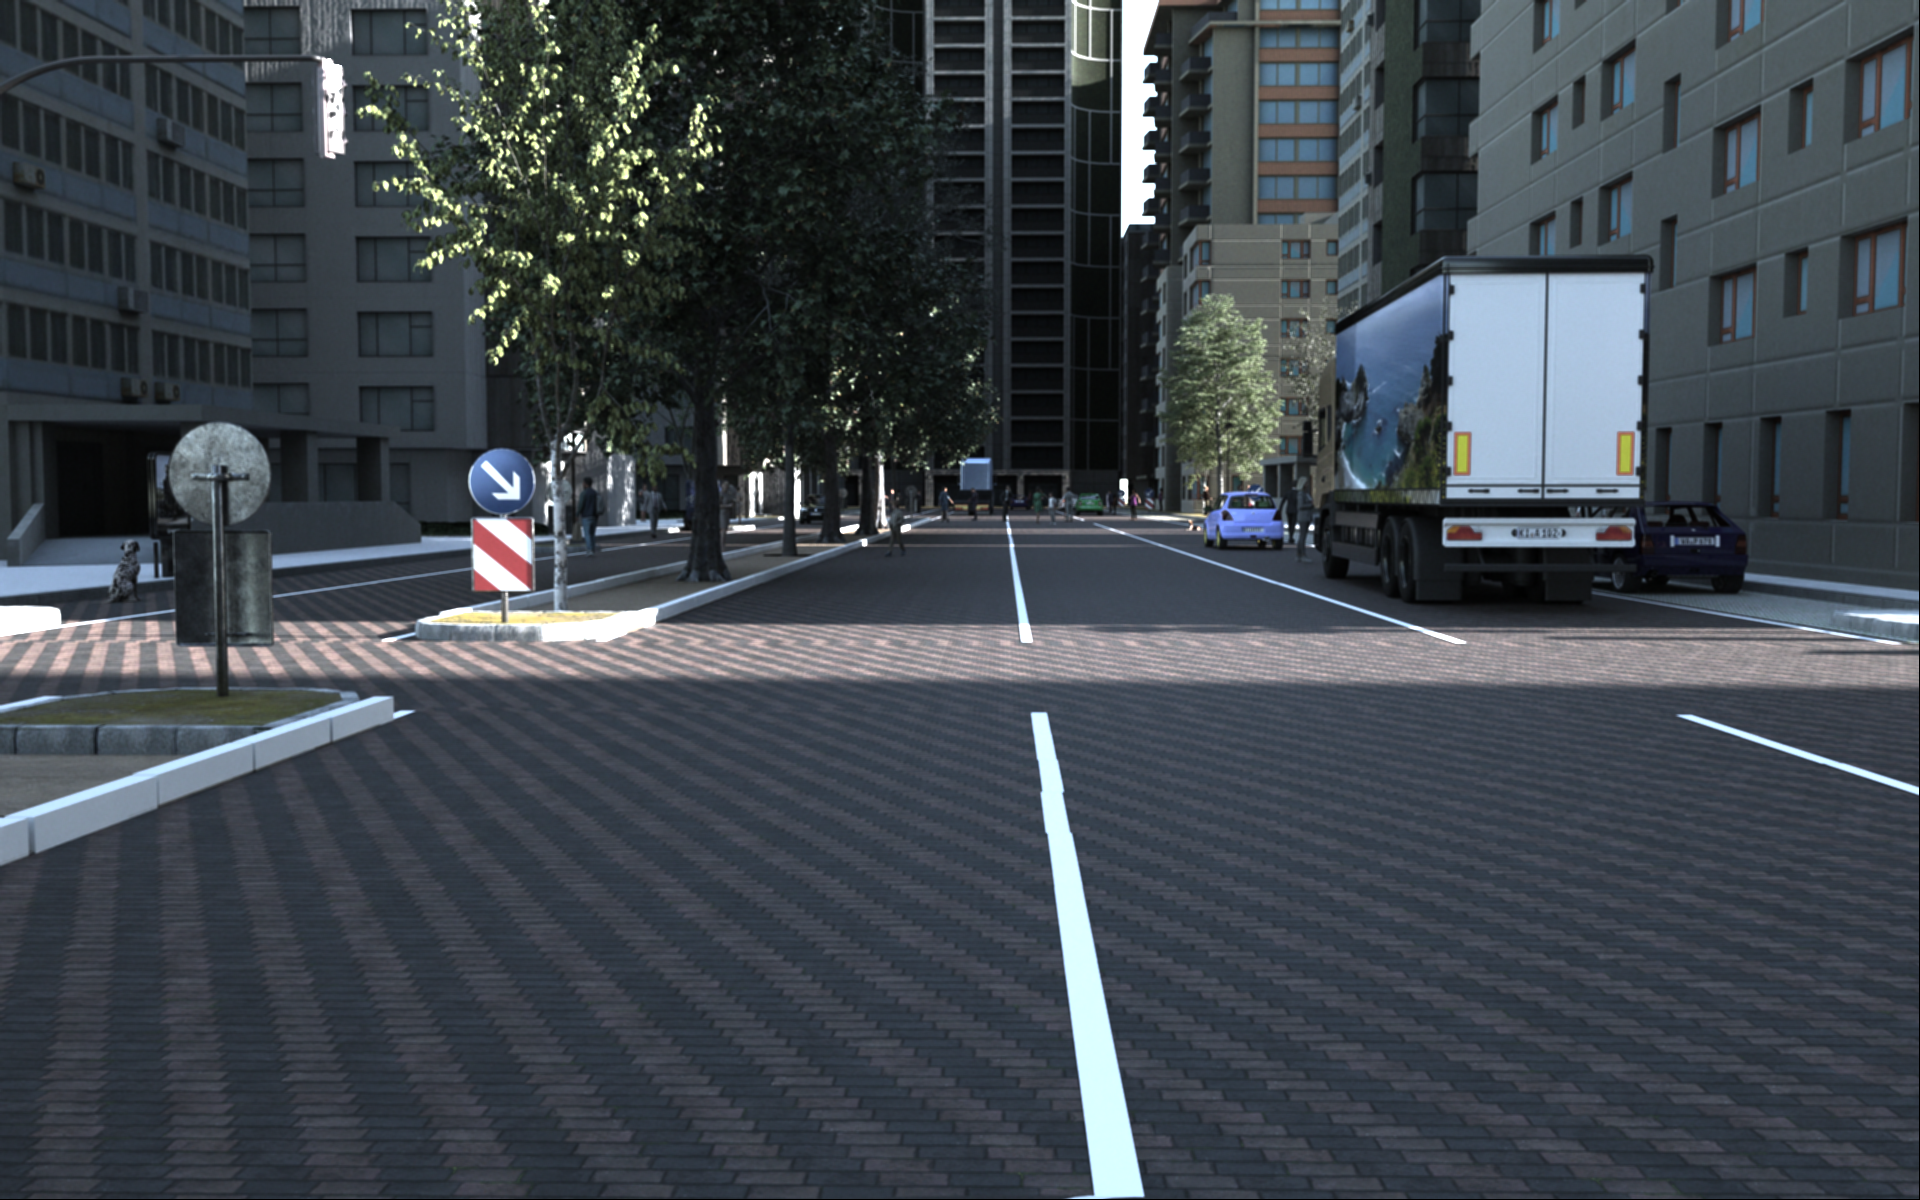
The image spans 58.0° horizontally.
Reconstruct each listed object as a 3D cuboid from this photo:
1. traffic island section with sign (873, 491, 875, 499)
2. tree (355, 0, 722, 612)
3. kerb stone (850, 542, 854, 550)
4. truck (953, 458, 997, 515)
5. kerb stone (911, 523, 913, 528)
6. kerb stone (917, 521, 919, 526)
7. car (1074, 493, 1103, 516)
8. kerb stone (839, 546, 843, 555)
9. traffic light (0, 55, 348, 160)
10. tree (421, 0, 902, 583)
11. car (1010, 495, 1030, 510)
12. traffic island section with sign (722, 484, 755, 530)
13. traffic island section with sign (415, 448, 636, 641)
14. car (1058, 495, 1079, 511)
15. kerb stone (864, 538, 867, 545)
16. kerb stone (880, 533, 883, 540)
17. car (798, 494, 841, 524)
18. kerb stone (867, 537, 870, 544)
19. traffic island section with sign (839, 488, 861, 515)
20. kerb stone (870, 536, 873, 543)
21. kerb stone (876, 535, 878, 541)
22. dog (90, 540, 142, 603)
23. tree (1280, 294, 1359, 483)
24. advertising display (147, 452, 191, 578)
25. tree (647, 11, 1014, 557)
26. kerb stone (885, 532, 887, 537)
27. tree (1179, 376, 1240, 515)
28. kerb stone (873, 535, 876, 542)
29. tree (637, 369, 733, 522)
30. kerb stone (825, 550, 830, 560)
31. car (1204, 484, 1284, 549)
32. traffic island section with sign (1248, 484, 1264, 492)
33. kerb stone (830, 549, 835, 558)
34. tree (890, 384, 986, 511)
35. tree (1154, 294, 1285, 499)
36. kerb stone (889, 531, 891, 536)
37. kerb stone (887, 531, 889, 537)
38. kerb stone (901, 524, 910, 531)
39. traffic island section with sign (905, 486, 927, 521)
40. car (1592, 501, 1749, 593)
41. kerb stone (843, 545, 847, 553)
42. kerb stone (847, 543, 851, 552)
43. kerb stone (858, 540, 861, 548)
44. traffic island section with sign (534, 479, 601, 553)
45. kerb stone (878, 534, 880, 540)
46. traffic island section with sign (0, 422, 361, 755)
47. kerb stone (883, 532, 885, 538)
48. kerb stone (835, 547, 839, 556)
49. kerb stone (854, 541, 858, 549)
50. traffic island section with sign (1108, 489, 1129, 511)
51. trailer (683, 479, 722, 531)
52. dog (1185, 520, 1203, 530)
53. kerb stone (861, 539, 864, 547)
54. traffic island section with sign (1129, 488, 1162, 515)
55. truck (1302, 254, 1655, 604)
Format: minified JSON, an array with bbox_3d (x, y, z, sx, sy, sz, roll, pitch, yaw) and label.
[{"bbox_3d":[-7.443,-8.496,147.534,1.989,1.847,2.006,0,4,1],"label":"traffic island section with sign"},{"bbox_3d":[-4.638,-4.096,19.789,4.737,8.622,4.395,0,3,0],"label":"tree"},{"bbox_3d":[-2.832,-1.317,43.734,0.120,0.150,1.000,0,4,1],"label":"kerb stone"},{"bbox_3d":[1.057,-8.173,123.389,2.967,4.110,18.799,0,4,2],"label":"truck"},{"bbox_3d":[-2.148,-3.004,71.393,0.120,0.150,1.000,0,4,1],"label":"kerb stone"},{"bbox_3d":[-2.023,-3.321,76.518,0.120,0.150,1.000,0,4,1],"label":"kerb stone"},{"bbox_3d":[8.649,-6.569,116.204,1.959,1.807,4.718,0,4,2],"label":"car"},{"bbox_3d":[-2.904,-1.127,40.668,0.120,0.150,1.000,0,4,1],"label":"kerb stone"},{"bbox_3d":[-8.847,-2.660,18.151,4.771,5.953,1.251,0,4,1],"label":"traffic light"},{"bbox_3d":[-4.183,-6.657,28.307,9.611,12.733,9.660,0,3,0],"label":"tree"},{"bbox_3d":[5.363,-8.777,156.086,1.945,1.354,3.894,0,4,3],"label":"car"},{"bbox_3d":[-9.366,-3.757,70.062,1.989,1.847,2.006,0,4,1],"label":"traffic island section with sign"},{"bbox_3d":[-4.514,-0.591,17.799,2.006,1.907,1.989,0,4,1],"label":"traffic island section with sign"},{"bbox_3d":[9.650,-8.520,151.663,2.083,1.381,4.827,0,4,0],"label":"car"},{"bbox_3d":[-2.734,-1.568,47.824,0.120,0.150,1.000,0,4,1],"label":"kerb stone"},{"bbox_3d":[-2.580,-1.939,53.977,0.120,0.150,1.000,0,4,1],"label":"kerb stone"},{"bbox_3d":[-6.778,-4.536,83.953,2.009,1.686,4.222,0,4,1],"label":"car"},{"bbox_3d":[-2.701,-1.626,48.846,0.120,0.150,1.000,0,4,1],"label":"kerb stone"},{"bbox_3d":[-8.109,-6.848,120.587,1.989,1.847,2.006,0,4,1],"label":"traffic island section with sign"},{"bbox_3d":[-2.686,-1.693,49.874,0.120,0.150,1.000,0,4,1],"label":"kerb stone"},{"bbox_3d":[-2.622,-1.818,51.926,0.120,0.150,1.000,0,4,1],"label":"kerb stone"},{"bbox_3d":[-11.250,-0.380,23.058,0.513,0.831,0.800,3,5,42],"label":"dog"},{"bbox_3d":[13.839,-6.992,64.681,4.360,8.622,3.978,0,3,0],"label":"tree"},{"bbox_3d":[-12.226,-1.321,26.807,0.123,1.923,0.974,0,4,6],"label":"advertising display"},{"bbox_3d":[-3.879,-7.727,39.169,12.009,13.543,11.850,0,3,0],"label":"tree"},{"bbox_3d":[-2.535,-2.067,56.023,0.120,0.150,1.000,0,4,1],"label":"kerb stone"},{"bbox_3d":[15.245,-9.613,107.531,4.737,8.622,4.395,0,3,0],"label":"tree"},{"bbox_3d":[-2.653,-1.755,50.897,0.120,0.150,1.000,0,4,1],"label":"kerb stone"},{"bbox_3d":[-12.622,-9.428,79.906,9.928,11.665,9.643,0,3,0],"label":"tree"},{"bbox_3d":[-2.989,-0.942,37.591,0.120,0.150,1.000,0,4,1],"label":"kerb stone"},{"bbox_3d":[7.509,-2.232,46.088,1.945,1.707,3.694,0,3,0],"label":"car"},{"bbox_3d":[11.648,-3.722,69.476,1.989,1.847,2.006,0,4,1],"label":"traffic island section with sign"},{"bbox_3d":[-2.958,-1.001,38.613,0.120,0.150,1.000,0,4,1],"label":"kerb stone"},{"bbox_3d":[-2.868,-8.698,79.075,8.767,10.594,7.601,0,4,1],"label":"tree"},{"bbox_3d":[14.535,-11.056,98.892,7.486,12.596,7.792,0,3,0],"label":"tree"},{"bbox_3d":[-2.479,-2.195,58.080,0.120,0.150,1.000,0,4,1],"label":"kerb stone"},{"bbox_3d":[-2.504,-2.131,57.045,0.120,0.150,1.000,0,4,1],"label":"kerb stone"},{"bbox_3d":[-2.198,-2.883,69.338,0.120,0.150,1.000,0,4,1],"label":"kerb stone"},{"bbox_3d":[-2.656,-5.185,92.915,2.006,1.907,1.989,0,4,1],"label":"traffic island section with sign"},{"bbox_3d":[10.308,-0.832,26.184,1.945,1.354,3.894,0,4,0],"label":"car"},{"bbox_3d":[-2.884,-1.192,41.690,0.120,0.150,1.000,0,4,1],"label":"kerb stone"},{"bbox_3d":[-2.853,-1.253,42.712,0.120,0.150,1.000,0,4,1],"label":"kerb stone"},{"bbox_3d":[-2.782,-1.443,45.780,0.120,0.150,1.000,0,4,1],"label":"kerb stone"},{"bbox_3d":[-10.043,-2.109,43.116,1.989,1.847,2.006,0,4,1],"label":"traffic island section with sign"},{"bbox_3d":[-2.608,-1.881,52.948,0.120,0.150,1.000,0,4,1],"label":"kerb stone"},{"bbox_3d":[-4.708,-0.138,10.394,2.006,1.907,1.989,0,4,1],"label":"traffic island section with sign"},{"bbox_3d":[-2.543,-2.006,54.998,0.120,0.150,1.000,0,4,1],"label":"kerb stone"},{"bbox_3d":[-2.926,-1.067,39.639,0.120,0.150,1.000,0,4,1],"label":"kerb stone"},{"bbox_3d":[-2.814,-1.379,44.759,0.120,0.150,1.000,0,4,1],"label":"kerb stone"},{"bbox_3d":[13.576,-8.470,147.109,1.989,1.847,2.006,0,4,1],"label":"traffic island section with sign"},{"bbox_3d":[-9.953,-3.650,66.718,1.471,1.999,3.904,0,4,1],"label":"trailer"},{"bbox_3d":[9.319,-2.966,68.693,0.748,0.427,0.550,2,4,25],"label":"dog"},{"bbox_3d":[-2.759,-1.500,46.803,0.120,0.150,1.000,0,4,1],"label":"kerb stone"},{"bbox_3d":[12.894,-6.781,119.493,1.989,1.847,2.006,0,4,1],"label":"traffic island section with sign"},{"bbox_3d":[7.193,-2.265,25.950,2.839,4.237,11.283,0,4,3],"label":"truck"}]
